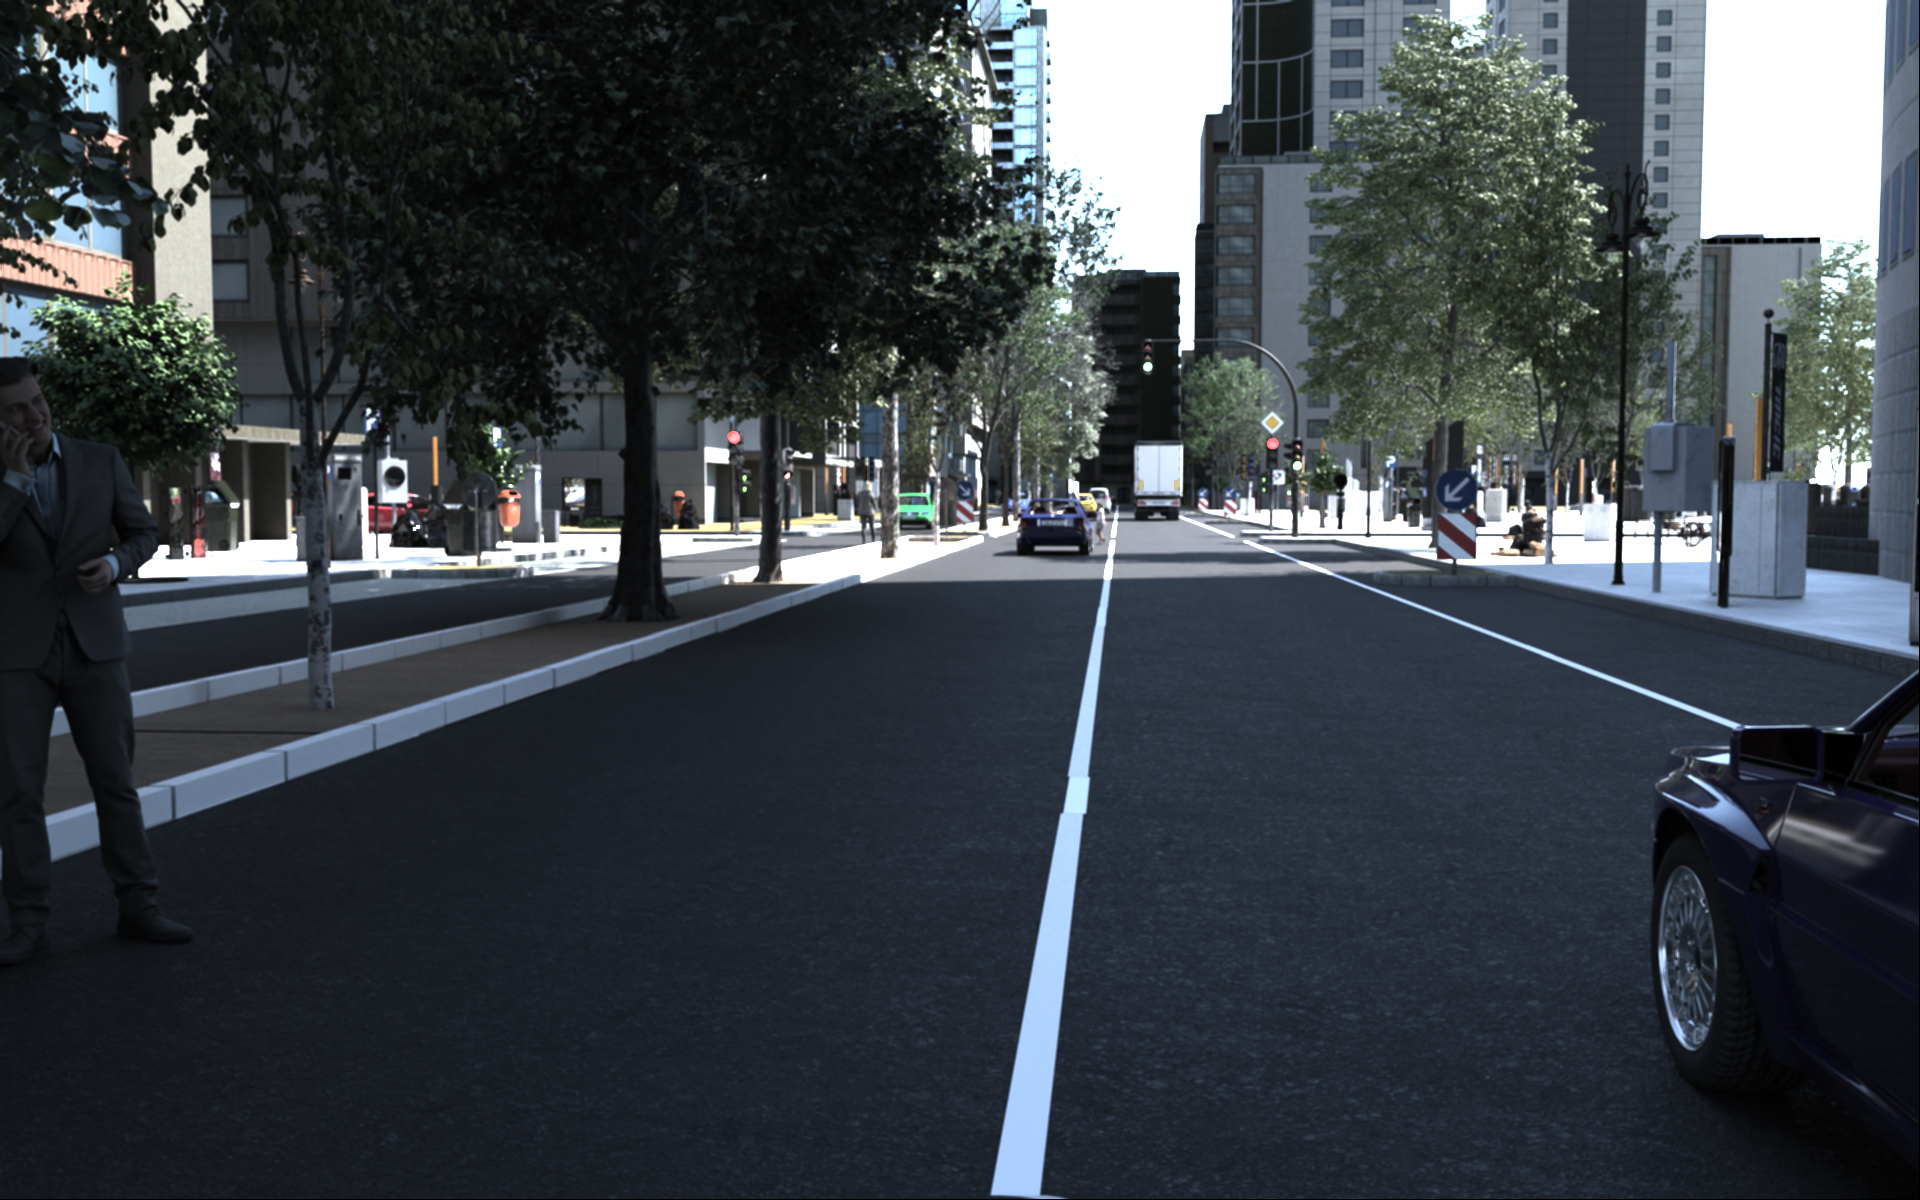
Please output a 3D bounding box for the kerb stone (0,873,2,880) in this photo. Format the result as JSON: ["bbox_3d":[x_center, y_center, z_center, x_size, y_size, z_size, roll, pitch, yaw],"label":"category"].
[{"bbox_3d":[-3.657,0.985,6.089,0.120,0.150,1.000,0,4,5],"label":"kerb stone"}]

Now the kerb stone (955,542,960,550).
[{"bbox_3d":[-0.174,-1.327,43.905,0.120,0.150,1.000,0,4,5],"label":"kerb stone"}]

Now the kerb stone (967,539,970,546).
[{"bbox_3d":[0.109,-1.515,46.967,0.120,0.150,1.000,0,4,5],"label":"kerb stone"}]

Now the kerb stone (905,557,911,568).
[{"bbox_3d":[-1.113,-0.699,33.686,0.120,0.150,1.000,0,4,5],"label":"kerb stone"}]

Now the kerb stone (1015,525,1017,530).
[{"bbox_3d":[2.034,-2.794,67.879,0.120,0.150,1.000,0,4,5],"label":"kerb stone"}]

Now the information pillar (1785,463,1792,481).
[{"bbox_3d":[61.884,-8.443,129.393,0.504,3.616,0.183,-1,4,-11],"label":"information pillar"}]

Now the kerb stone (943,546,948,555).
[{"bbox_3d":[-0.446,-1.140,40.830,0.120,0.150,1.000,0,4,5],"label":"kerb stone"}]

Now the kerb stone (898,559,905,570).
[{"bbox_3d":[-1.209,-0.635,32.657,0.120,0.150,1.000,0,4,5],"label":"kerb stone"}]

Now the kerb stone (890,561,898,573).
[{"bbox_3d":[-1.306,-0.577,31.637,0.120,0.150,1.000,0,4,5],"label":"kerb stone"}]

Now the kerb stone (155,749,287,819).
[{"bbox_3d":[-3.466,0.861,8.124,0.120,0.150,1.000,0,4,5],"label":"kerb stone"}]

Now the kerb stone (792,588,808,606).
[{"bbox_3d":[-2.148,-0.014,22.453,0.120,0.150,1.000,0,4,5],"label":"kerb stone"}]

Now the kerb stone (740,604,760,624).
[{"bbox_3d":[-2.431,0.179,19.388,0.120,0.150,1.000,0,4,5],"label":"kerb stone"}]

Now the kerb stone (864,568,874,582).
[{"bbox_3d":[-1.588,-0.390,28.576,0.120,0.150,1.000,0,4,5],"label":"kerb stone"}]

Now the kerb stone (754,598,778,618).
[{"bbox_3d":[-2.339,0.109,20.416,0.120,0.150,1.000,0,4,5],"label":"kerb stone"}]

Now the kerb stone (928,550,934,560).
[{"bbox_3d":[-0.739,-0.947,37.765,0.120,0.150,1.000,0,4,5],"label":"kerb stone"}]

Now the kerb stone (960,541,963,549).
[{"bbox_3d":[-0.081,-1.390,44.923,0.120,0.150,1.000,0,4,5],"label":"kerb stone"}]

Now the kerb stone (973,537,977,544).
[{"bbox_3d":[0.297,-1.633,49.002,0.120,0.150,1.000,0,4,5],"label":"kerb stone"}]

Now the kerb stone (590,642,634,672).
[{"bbox_3d":[-2.911,0.485,14.274,0.120,0.150,1.000,0,4,5],"label":"kerb stone"}]

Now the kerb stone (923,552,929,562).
[{"bbox_3d":[-0.831,-0.890,36.746,0.120,0.150,1.000,0,4,5],"label":"kerb stone"}]

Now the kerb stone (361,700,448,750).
[{"bbox_3d":[-3.278,0.735,10.180,0.120,0.150,1.000,0,4,5],"label":"kerb stone"}]

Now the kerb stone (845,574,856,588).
[{"bbox_3d":[-1.773,-0.266,26.537,0.120,0.150,1.000,0,4,5],"label":"kerb stone"}]

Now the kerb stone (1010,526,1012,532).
[{"bbox_3d":[1.749,-2.606,64.810,0.120,0.150,1.000,0,4,5],"label":"kerb stone"}]

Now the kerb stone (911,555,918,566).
[{"bbox_3d":[-1.016,-0.761,34.703,0.120,0.150,1.000,0,4,5],"label":"kerb stone"}]

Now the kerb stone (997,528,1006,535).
[{"bbox_3d":[1.470,-2.419,61.748,0.120,0.150,1.000,0,4,5],"label":"kerb stone"}]

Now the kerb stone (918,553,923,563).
[{"bbox_3d":[-0.930,-0.827,35.723,0.120,0.150,1.000,0,4,5],"label":"kerb stone"}]

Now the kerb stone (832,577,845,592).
[{"bbox_3d":[-1.874,-0.203,25.512,0.120,0.150,1.000,0,4,5],"label":"kerb stone"}]

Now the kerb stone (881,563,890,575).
[{"bbox_3d":[-1.400,-0.515,30.614,0.120,0.150,1.000,0,4,5],"label":"kerb stone"}]

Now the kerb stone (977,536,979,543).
[{"bbox_3d":[0.385,-1.700,50.020,0.120,0.150,1.000,0,4,5],"label":"kerb stone"}]

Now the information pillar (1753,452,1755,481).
[{"bbox_3d":[44.543,-6.445,96.727,0.504,3.616,0.183,3,5,43],"label":"information pillar"}]

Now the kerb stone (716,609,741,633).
[{"bbox_3d":[-2.515,0.234,18.364,0.120,0.150,1.000,0,4,5],"label":"kerb stone"}]

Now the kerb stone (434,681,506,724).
[{"bbox_3d":[-3.190,0.672,11.206,0.120,0.150,1.000,0,4,5],"label":"kerb stone"}]

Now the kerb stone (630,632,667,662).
[{"bbox_3d":[-2.800,0.424,15.302,0.120,0.150,1.000,0,4,5],"label":"kerb stone"}]

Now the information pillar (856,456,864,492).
[{"bbox_3d":[-6.099,-6.955,105.062,0.504,3.616,0.183,0,4,-1],"label":"information pillar"}]

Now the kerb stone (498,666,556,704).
[{"bbox_3d":[-3.096,0.612,12.236,0.120,0.150,1.000,0,4,5],"label":"kerb stone"}]

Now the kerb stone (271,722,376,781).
[{"bbox_3d":[-3.374,0.798,9.156,0.120,0.150,1.000,0,4,5],"label":"kerb stone"}]

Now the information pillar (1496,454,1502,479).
[{"bbox_3d":[31.610,-6.745,101.629,0.504,3.616,0.183,-2,4,-30],"label":"information pillar"}]

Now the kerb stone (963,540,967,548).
[{"bbox_3d":[0.015,-1.452,45.941,0.120,0.150,1.000,0,4,5],"label":"kerb stone"}]

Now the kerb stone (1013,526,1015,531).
[{"bbox_3d":[1.942,-2.729,66.861,0.120,0.150,1.000,0,4,5],"label":"kerb stone"}]

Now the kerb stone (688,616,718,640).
[{"bbox_3d":[-2.623,0.297,17.348,0.120,0.150,1.000,0,4,5],"label":"kerb stone"}]

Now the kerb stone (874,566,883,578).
[{"bbox_3d":[-1.494,-0.447,29.597,0.120,0.150,1.000,0,4,5],"label":"kerb stone"}]

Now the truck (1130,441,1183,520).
[{"bbox_3d":[11.026,-6.628,97.278,2.839,4.237,11.283,0,4,5],"label":"truck"}]

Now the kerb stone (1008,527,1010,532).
[{"bbox_3d":[1.652,-2.544,63.792,0.120,0.150,1.000,0,4,5],"label":"kerb stone"}]

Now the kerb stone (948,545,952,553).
[{"bbox_3d":[-0.369,-1.202,41.856,0.120,0.150,1.000,0,4,5],"label":"kerb stone"}]

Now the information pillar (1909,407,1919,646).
[{"bbox_3d":[8.227,-0.616,14.558,0.304,2.012,0.304,-3,5,-39],"label":"information pillar"}]

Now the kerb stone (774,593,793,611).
[{"bbox_3d":[-2.250,0.046,21.436,0.120,0.150,1.000,0,4,5],"label":"kerb stone"}]

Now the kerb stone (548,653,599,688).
[{"bbox_3d":[-2.991,0.547,13.255,0.120,0.150,1.000,0,4,5],"label":"kerb stone"}]

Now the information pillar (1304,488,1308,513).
[{"bbox_3d":[23.662,-6.987,118.724,0.304,2.012,0.304,-2,4,-35],"label":"information pillar"}]

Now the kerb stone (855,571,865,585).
[{"bbox_3d":[-1.678,-0.328,27.555,0.120,0.150,1.000,0,4,5],"label":"kerb stone"}]

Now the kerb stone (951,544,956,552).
[{"bbox_3d":[-0.273,-1.260,42.886,0.120,0.150,1.000,0,4,5],"label":"kerb stone"}]

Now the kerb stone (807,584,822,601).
[{"bbox_3d":[-2.051,-0.078,23.471,0.120,0.150,1.000,0,4,5],"label":"kerb stone"}]

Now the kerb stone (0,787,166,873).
[{"bbox_3d":[-3.564,0.925,7.107,0.120,0.150,1.000,0,4,5],"label":"kerb stone"}]

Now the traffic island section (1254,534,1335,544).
[{"bbox_3d":[9.853,-1.749,50.872,2.009,0.180,2.903,0,4,5],"label":"traffic island section"}]

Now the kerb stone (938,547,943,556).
[{"bbox_3d":[-0.552,-1.078,39.814,0.120,0.150,1.000,0,4,5],"label":"kerb stone"}]

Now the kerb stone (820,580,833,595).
[{"bbox_3d":[-1.973,-0.140,24.491,0.120,0.150,1.000,0,4,5],"label":"kerb stone"}]

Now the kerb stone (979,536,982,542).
[{"bbox_3d":[0.484,-1.754,51.038,0.120,0.150,1.000,0,4,5],"label":"kerb stone"}]

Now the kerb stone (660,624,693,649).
[{"bbox_3d":[-2.720,0.359,16.329,0.120,0.150,1.000,0,4,5],"label":"kerb stone"}]

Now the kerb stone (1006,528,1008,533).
[{"bbox_3d":[1.571,-2.474,62.773,0.120,0.150,1.000,0,4,5],"label":"kerb stone"}]

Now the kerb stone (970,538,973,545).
[{"bbox_3d":[0.198,-1.574,47.985,0.120,0.150,1.000,0,4,5],"label":"kerb stone"}]

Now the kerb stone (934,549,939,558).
[{"bbox_3d":[-0.645,-1.015,38.796,0.120,0.150,1.000,0,4,5],"label":"kerb stone"}]
